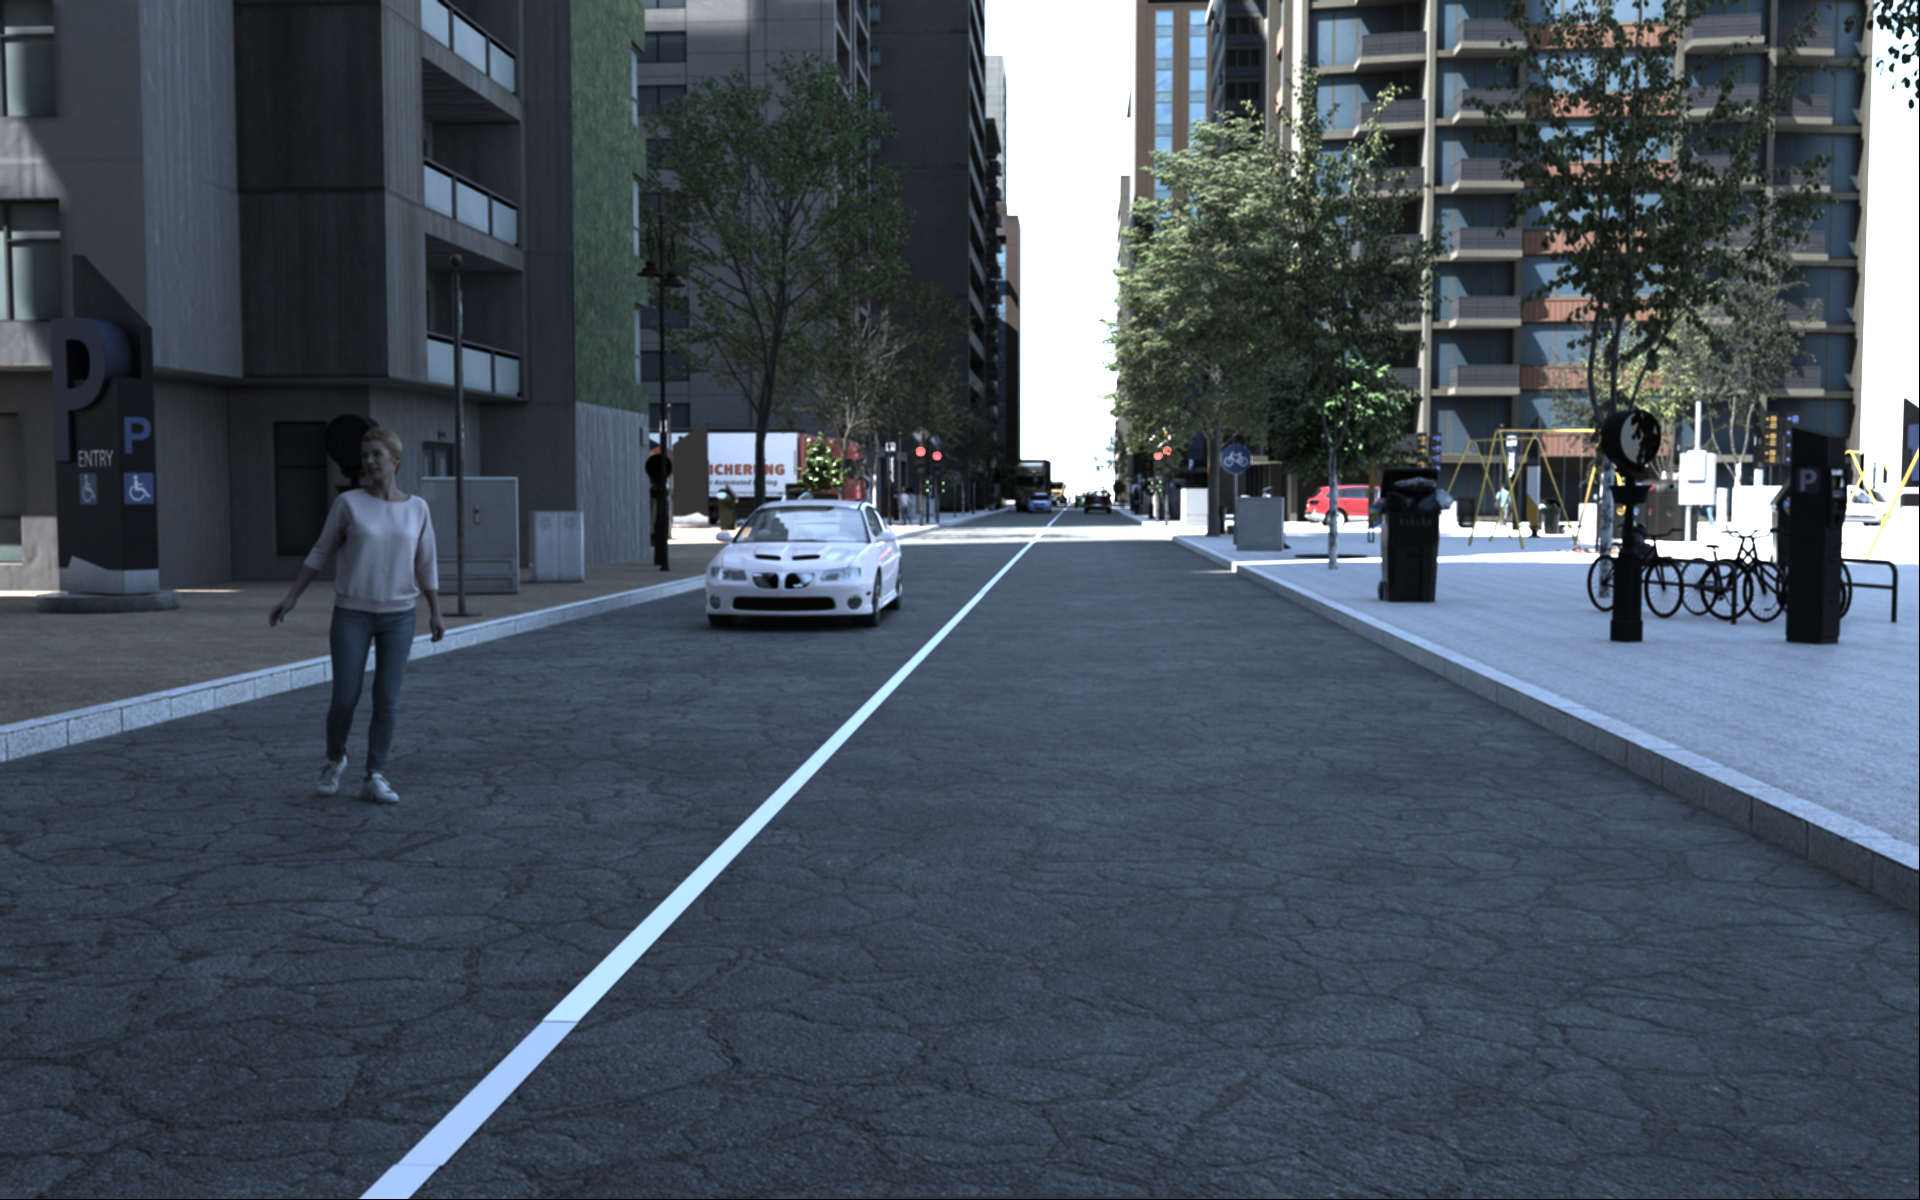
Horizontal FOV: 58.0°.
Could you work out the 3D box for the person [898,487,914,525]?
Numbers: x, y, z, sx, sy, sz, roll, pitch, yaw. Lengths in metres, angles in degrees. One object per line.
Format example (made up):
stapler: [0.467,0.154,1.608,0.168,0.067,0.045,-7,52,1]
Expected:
person: [-2.262,-4.014,74.809,0.598,1.740,0.731,3,5,41]

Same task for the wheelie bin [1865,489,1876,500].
wheelie bin: [57.769,-6.250,110.092,0.693,1.594,0.980,1,4,9]

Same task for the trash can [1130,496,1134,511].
trash can: [13.297,-7.362,132.018,0.748,1.137,0.748,0,3,0]

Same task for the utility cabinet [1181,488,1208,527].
utility cabinet: [9.061,-3.550,66.719,1.173,1.500,0.318,-2,4,-30]

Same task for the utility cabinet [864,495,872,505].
utility cabinet: [-4.937,-4.663,87.395,1.020,1.237,0.306,-3,4,-37]

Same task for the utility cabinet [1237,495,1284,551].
utility cabinet: [6.787,-1.712,39.145,1.020,1.237,0.306,1,4,17]

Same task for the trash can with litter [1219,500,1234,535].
trash can with litter: [8.467,-2.683,55.254,1.055,1.170,0.624,2,4,34]

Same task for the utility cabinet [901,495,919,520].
utility cabinet: [-2.619,-4.613,86.584,0.306,1.237,1.020,-3,4,-37]

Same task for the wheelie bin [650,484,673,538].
wheelie bin: [-8.663,-2.566,49.865,0.693,1.594,0.980,1,4,22]

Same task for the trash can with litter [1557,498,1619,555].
trash can with litter: [13.798,-1.614,37.448,1.678,1.210,2.233,-1,4,-13]

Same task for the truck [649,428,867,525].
truck: [-9.039,-5.223,74.311,11.283,4.237,2.839,0,4,3]

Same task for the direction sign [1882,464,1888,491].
direction sign: [69.317,-8.429,129.811,0.876,3.537,0.379,-3,5,-40]

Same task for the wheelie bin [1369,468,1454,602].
wheelie bin: [5.413,-0.784,20.731,0.980,1.594,0.693,0,4,4]

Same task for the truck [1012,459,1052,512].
truck: [6.005,-9.347,141.733,2.839,4.237,11.283,0,4,6]

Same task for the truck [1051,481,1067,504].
truck: [13.863,-15.622,251.341,3.469,3.379,9.791,0,4,5]

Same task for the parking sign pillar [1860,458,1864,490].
parking sign pillar: [48.597,-6.473,94.306,1.447,3.967,1.447,0,4,-5]

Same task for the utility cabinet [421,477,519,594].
utility cabinet: [-6.260,-0.824,22.150,1.173,1.500,0.318,-1,4,-11]

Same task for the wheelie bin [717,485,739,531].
wheelie bin: [-8.180,-3.246,60.983,0.693,1.594,0.980,0,4,2]

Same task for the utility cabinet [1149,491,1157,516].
utility cabinet: [11.367,-5.685,101.635,0.318,1.500,1.173,0,4,-8]

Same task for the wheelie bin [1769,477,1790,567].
wheelie bin: [14.792,-1.399,30.783,0.693,1.594,0.980,1,4,14]

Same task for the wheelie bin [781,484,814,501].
wheelie bin: [-4.890,-2.702,52.093,0.980,1.594,0.693,0,4,-2]

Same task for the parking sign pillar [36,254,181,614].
parking sign pillar: [-9.469,-1.877,19.158,1.447,3.967,1.447,2,4,34]

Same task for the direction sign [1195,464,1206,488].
direction sign: [18.325,-8.553,131.830,0.876,3.537,0.379,2,4,29]

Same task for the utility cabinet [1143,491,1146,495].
utility cabinet: [12.651,-6.853,120.722,0.318,1.500,1.173,-3,5,-39]

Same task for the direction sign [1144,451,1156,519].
direction sign: [10.034,-6.030,90.579,0.876,3.537,0.379,-1,4,-10]

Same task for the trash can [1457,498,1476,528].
trash can: [19.207,-3.304,65.679,0.748,1.137,0.748,0,3,0]

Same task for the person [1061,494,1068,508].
person: [10.481,-9.896,173.530,0.697,1.427,0.421,-1,4,-21]

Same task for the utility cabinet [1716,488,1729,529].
utility cabinet: [27.435,-3.279,62.293,0.318,1.500,1.173,2,4,28]

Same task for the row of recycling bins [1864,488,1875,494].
row of recycling bins: [62.855,-7.087,122.984,3.534,1.692,1.069,2,4,25]

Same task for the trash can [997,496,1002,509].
trash can: [3.338,-8.482,150.330,0.748,1.137,0.748,0,3,0]

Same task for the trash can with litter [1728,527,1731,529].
trash can with litter: [28.734,-3.255,64.279,2.233,1.210,1.678,-3,4,-38]

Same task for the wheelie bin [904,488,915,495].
wheelie bin: [-2.868,-5.396,96.125,0.980,1.594,0.693,2,4,30]

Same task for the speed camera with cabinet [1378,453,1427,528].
speed camera with cabinet: [16.910,-4.362,65.659,2.038,3.252,0.660,3,5,43]

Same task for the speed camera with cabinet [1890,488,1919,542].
speed camera with cabinet: [26.018,-3.168,46.132,2.038,3.252,0.660,1,4,22]

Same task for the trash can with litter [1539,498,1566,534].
trash can with litter: [18.833,-2.668,55.001,0.624,1.170,1.055,3,5,41]

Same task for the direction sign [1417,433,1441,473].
direction sign: [17.328,-4.408,64.060,0.876,3.537,0.379,0,4,3]

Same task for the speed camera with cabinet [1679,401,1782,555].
speed camera with cabinet: [16.440,-2.601,36.858,2.038,3.252,0.660,2,4,29]

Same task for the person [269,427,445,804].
person: [-2.856,0.065,8.109,0.731,1.740,0.598,-3,4,-38]

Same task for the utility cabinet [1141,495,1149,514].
utility cabinet: [11.547,-5.982,108.973,1.020,1.237,0.306,-2,4,-28]

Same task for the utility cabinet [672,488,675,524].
utility cabinet: [-10.925,-3.633,68.075,0.318,1.500,1.173,1,4,18]

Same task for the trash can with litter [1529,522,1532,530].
trash can with litter: [20.509,-3.064,61.490,0.624,1.170,1.055,1,4,16]

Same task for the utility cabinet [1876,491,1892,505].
utility cabinet: [65.958,-7.047,123.895,1.173,1.500,0.318,3,5,42]

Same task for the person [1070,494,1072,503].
person: [17.237,-15.740,269.070,0.599,1.433,0.991,-1,4,-10]

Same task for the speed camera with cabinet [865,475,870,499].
speed camera with cabinet: [-5.292,-5.367,82.090,2.038,3.252,0.660,-2,4,-25]

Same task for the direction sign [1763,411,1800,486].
direction sign: [22.584,-3.406,47.685,0.876,3.537,0.379,2,4,28]

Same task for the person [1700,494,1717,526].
person: [31.344,-3.883,72.335,0.721,1.781,0.623,3,4,36]

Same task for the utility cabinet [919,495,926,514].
utility cabinet: [-2.733,-6.186,112.298,1.020,1.237,0.306,0,4,-3]

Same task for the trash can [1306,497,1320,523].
trash can: [15.616,-3.948,76.195,0.748,1.137,0.748,0,3,0]

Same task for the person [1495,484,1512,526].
person: [22.868,-3.953,72.999,0.638,1.841,0.748,3,5,39]

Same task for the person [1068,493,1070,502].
person: [18.994,-17.783,300.046,0.445,1.727,0.742,0,4,3]

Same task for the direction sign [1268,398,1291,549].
direction sign: [7.574,-2.968,40.529,0.379,3.537,0.876,-3,5,-43]

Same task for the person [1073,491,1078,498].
person: [15.894,-14.045,238.151,0.705,1.822,1.348,-2,4,-23]

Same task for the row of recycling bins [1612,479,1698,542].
row of recycling bins: [19.300,-2.506,48.080,1.069,1.692,3.534,0,4,-8]
